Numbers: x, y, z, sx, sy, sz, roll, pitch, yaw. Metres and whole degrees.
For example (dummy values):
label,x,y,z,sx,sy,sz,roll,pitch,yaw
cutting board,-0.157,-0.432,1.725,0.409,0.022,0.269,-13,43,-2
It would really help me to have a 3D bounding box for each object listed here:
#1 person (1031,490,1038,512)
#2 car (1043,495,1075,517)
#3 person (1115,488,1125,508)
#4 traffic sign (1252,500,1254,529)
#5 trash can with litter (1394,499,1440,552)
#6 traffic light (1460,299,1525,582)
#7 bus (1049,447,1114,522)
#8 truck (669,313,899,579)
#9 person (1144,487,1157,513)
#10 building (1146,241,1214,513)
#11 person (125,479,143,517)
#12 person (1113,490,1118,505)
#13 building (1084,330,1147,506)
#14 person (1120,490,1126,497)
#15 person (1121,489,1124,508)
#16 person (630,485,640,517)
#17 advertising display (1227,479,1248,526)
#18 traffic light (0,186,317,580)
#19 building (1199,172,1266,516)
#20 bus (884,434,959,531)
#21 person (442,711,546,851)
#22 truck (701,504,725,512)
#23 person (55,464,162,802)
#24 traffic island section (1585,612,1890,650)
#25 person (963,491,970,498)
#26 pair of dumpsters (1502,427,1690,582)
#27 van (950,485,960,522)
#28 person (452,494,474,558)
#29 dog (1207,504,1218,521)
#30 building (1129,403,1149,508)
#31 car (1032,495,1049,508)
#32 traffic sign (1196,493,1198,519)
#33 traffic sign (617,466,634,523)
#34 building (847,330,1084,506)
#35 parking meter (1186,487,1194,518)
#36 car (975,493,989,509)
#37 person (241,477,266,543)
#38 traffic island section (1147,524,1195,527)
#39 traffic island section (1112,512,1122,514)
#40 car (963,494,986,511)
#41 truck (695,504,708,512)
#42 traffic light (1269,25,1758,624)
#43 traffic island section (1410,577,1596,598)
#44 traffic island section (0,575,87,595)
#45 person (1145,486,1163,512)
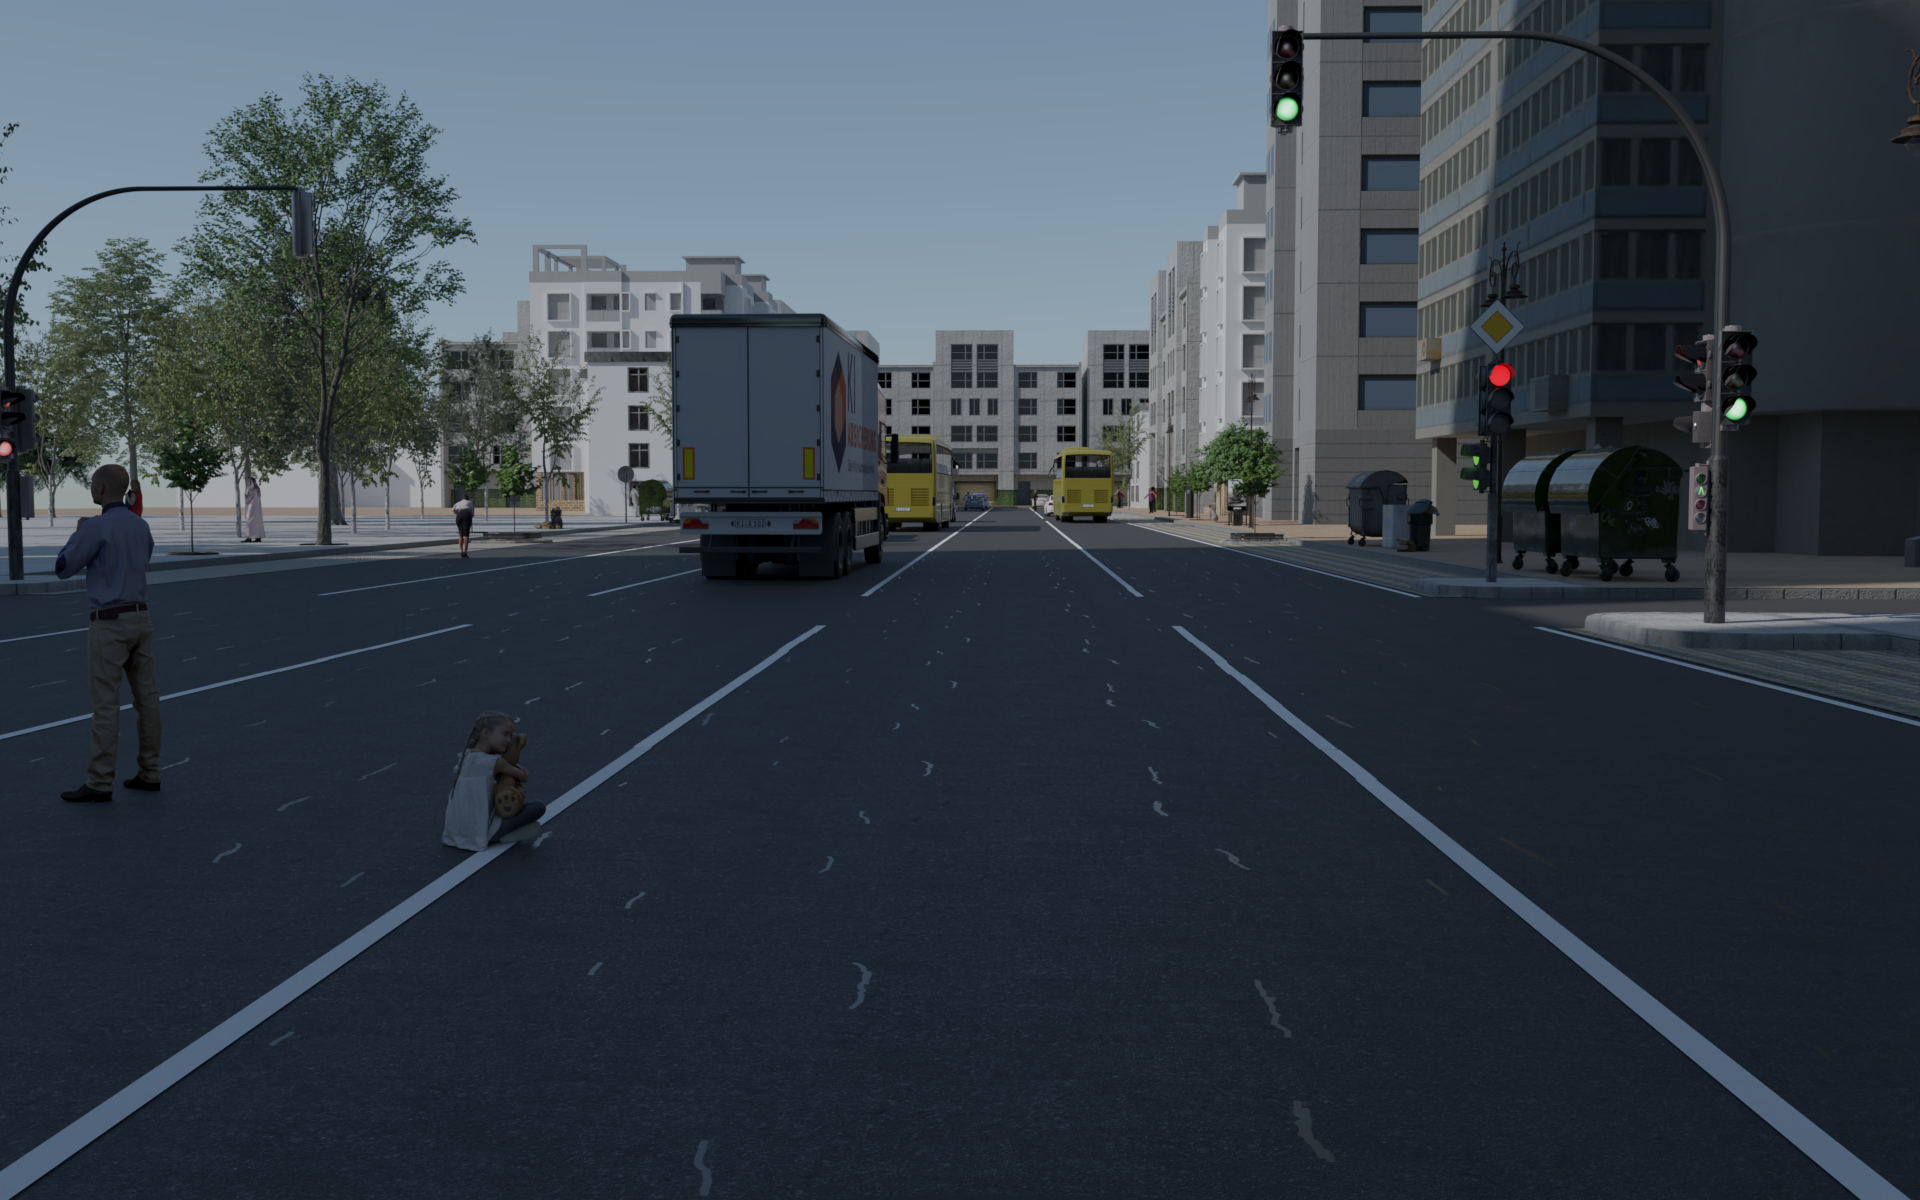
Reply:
label,x,y,z,sx,sy,sz,roll,pitch,yaw
person,5.981,-7.981,139.504,0.721,1.766,1.217,2,4,27
car,6.398,-6.055,111.361,2.083,1.381,4.827,0,4,0
person,14.263,-9.096,154.723,1.348,1.831,0.705,-3,5,-42
traffic sign,10.756,-3.880,63.538,0.768,2.556,0.104,0,4,8
trash can with litter,10.161,-1.662,38.564,0.624,1.170,1.055,3,5,44
traffic light,7.722,-2.214,25.121,0.839,4.253,0.868,0,4,2
bus,6.285,-6.031,90.157,2.896,3.916,12.252,0,4,1
truck,-2.978,-2.667,32.514,2.839,4.237,11.283,0,4,3
person,12.721,-6.667,115.736,0.721,1.739,1.217,-3,4,-38
building,23.772,-16.089,129.509,16.747,18.905,31.486,0,4,2
person,-18.962,-1.960,39.795,0.444,1.614,0.593,2,4,25
person,14.323,-9.143,156.257,1.217,1.736,0.721,0,4,-1
building,29.747,-20.094,194.986,31.486,18.905,16.747,0,4,2
person,15.208,-9.740,165.300,1.348,1.823,0.705,0,4,-7
person,14.807,-9.300,159.023,0.530,1.710,0.541,-1,4,-9
person,-17.825,-5.465,95.538,0.875,1.805,0.789,3,5,44
advertising display,11.162,-3.939,69.609,0.123,1.923,0.974,-3,5,-45
traffic light,-11.996,-3.124,25.739,4.771,5.953,1.251,0,4,2
building,23.153,-15.356,107.488,16.016,20.091,11.380,0,4,2
bus,-1.817,-4.835,70.598,2.896,3.916,12.252,0,4,3
person,-1.922,0.726,7.102,0.381,0.543,0.357,3,4,38
truck,-6.179,-3.559,54.121,3.469,3.379,9.791,0,4,1
person,-4.025,0.144,8.210,0.319,1.574,0.516,2,4,24
traffic island section,7.519,0.308,17.253,2.009,0.180,2.903,0,4,2
person,0.770,-10.270,177.125,1.217,1.735,0.721,3,4,37
pair of dumpsters,9.911,-1.513,27.224,1.574,2.255,4.437,0,4,2
van,-1.190,-5.198,89.367,2.240,2.365,5.245,0,4,2
person,-11.124,-1.669,38.973,0.628,1.438,0.799,-3,5,-41
dog,11.921,-4.110,81.581,0.513,0.831,0.800,0,4,6
building,21.091,-13.300,159.608,9.099,9.664,28.070,0,4,2
car,8.236,-9.939,174.870,2.083,1.381,4.827,0,4,3
traffic sign,11.953,-5.337,87.256,0.884,2.594,0.081,1,4,9
traffic sign,-14.970,-4.739,77.587,0.768,2.556,0.104,0,4,3
building,-2.386,-20.127,195.527,31.486,18.905,16.747,0,4,2
parking meter,12.171,-5.253,91.599,0.255,1.863,0.399,-2,4,-30
car,1.781,-9.501,164.929,1.945,1.707,3.694,0,3,0
person,-18.698,-2.389,45.765,0.621,1.740,0.551,-1,4,-21
traffic island section,9.328,-3.300,76.819,1.991,0.108,1.994,0,4,2
traffic island section,10.854,-6.370,127.008,1.991,0.108,1.994,0,4,2
car,1.241,-8.400,149.347,2.014,1.417,4.499,0,4,1
truck,-9.083,-5.363,77.444,2.967,4.110,18.799,0,4,2
traffic light,5.386,-2.593,17.062,4.771,5.953,1.251,0,4,2
traffic island section,7.762,-0.181,25.234,2.009,0.180,2.903,0,4,2
traffic island section,-14.129,-0.222,25.903,2.009,0.180,2.903,0,4,2
person,13.705,-7.131,122.601,1.348,1.831,0.705,2,4,24
